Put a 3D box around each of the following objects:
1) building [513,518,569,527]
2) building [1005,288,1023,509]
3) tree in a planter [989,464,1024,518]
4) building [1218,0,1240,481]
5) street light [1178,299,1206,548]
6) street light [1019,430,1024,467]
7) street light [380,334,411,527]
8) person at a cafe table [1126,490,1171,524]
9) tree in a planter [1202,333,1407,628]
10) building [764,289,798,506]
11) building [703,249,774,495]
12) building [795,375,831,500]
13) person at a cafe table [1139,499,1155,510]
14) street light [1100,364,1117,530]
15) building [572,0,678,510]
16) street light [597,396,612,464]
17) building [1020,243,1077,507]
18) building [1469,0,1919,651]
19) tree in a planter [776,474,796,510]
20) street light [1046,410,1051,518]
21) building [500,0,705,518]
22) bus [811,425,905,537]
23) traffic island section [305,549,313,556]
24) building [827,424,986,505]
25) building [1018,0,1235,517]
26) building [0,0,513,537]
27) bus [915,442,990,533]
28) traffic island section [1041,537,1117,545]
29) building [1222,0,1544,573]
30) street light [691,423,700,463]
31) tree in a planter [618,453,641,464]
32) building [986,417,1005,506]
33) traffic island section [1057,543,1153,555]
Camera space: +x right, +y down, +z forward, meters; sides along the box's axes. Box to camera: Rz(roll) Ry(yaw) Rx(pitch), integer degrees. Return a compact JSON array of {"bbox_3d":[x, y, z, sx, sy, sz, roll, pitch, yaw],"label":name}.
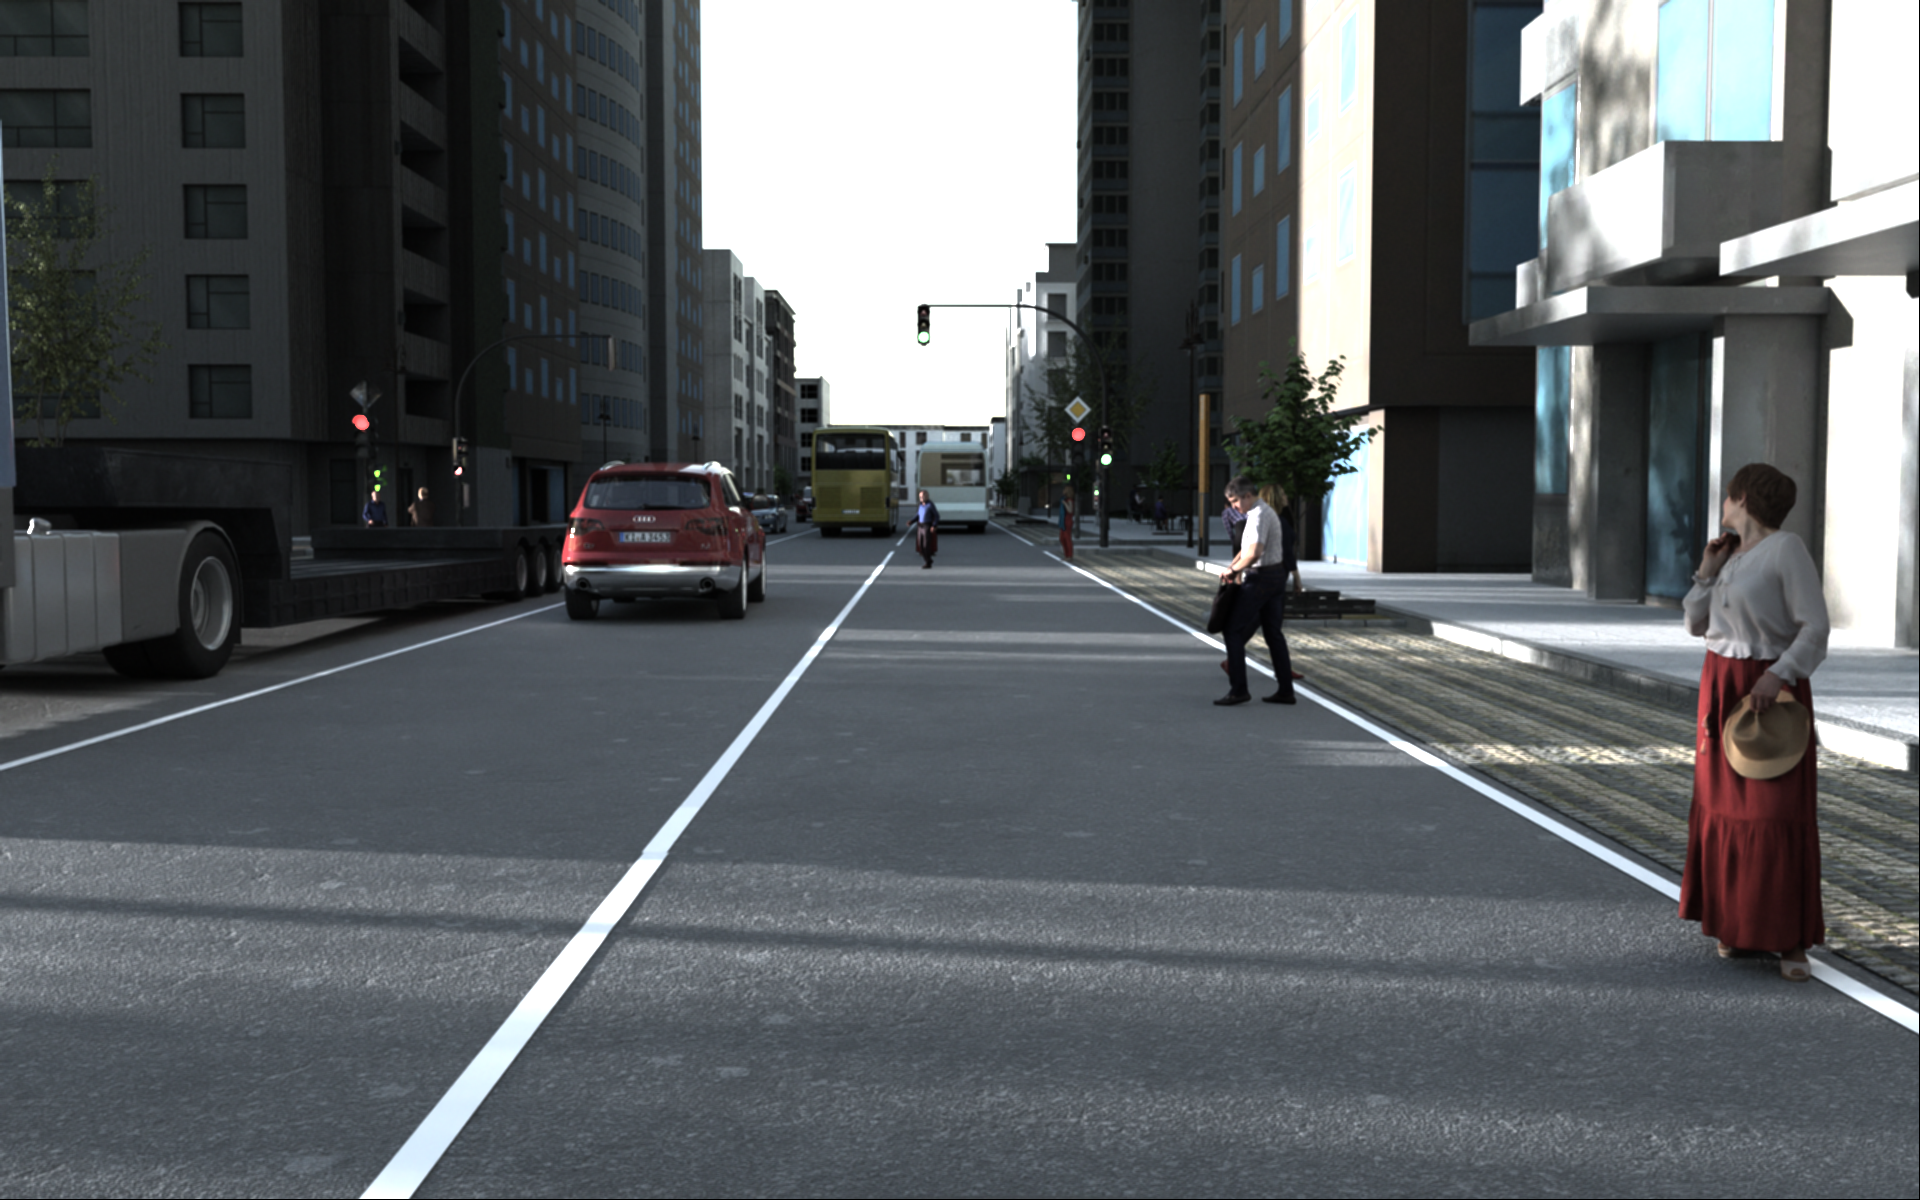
[{"bbox_3d":[-23.680,-25.614,68.893,14.600,45.320,14.200,0,4,-1],"label":"building"},{"bbox_3d":[13.090,-17.806,157.582,16.747,18.905,31.486,0,4,-1],"label":"building"},{"bbox_3d":[2.725,-6.422,102.223,1.991,3.239,1.994,0,4,-1],"label":"tree in a planter"},{"bbox_3d":[24.776,-29.040,64.051,27.495,52.752,28.713,0,4,-1],"label":"building"},{"bbox_3d":[5.515,-4.191,41.309,0.468,5.910,1.993,0,4,-1],"label":"street light"},{"bbox_3d":[4.404,-9.267,124.310,0.468,5.910,1.993,0,4,-1],"label":"street light"},{"bbox_3d":[-16.334,-4.736,50.228,0.468,5.910,1.993,0,4,-1],"label":"street light"},{"bbox_3d":[7.913,-4.002,73.956,1.622,1.524,1.698,-1,4,-15],"label":"person at a cafe table"},{"bbox_3d":[3.759,-1.352,19.334,1.991,3.239,1.994,0,4,-1],"label":"tree in a planter"},{"bbox_3d":[-34.676,-20.965,186.750,32.646,21.610,27.936,0,4,-1],"label":"building"},{"bbox_3d":[-25.054,-16.770,140.653,16.747,18.905,31.486,0,4,-1],"label":"building"},{"bbox_3d":[-32.366,-21.382,216.060,31.486,18.905,16.747,0,4,-1],"label":"building"},{"bbox_3d":[10.348,-5.228,96.334,1.726,1.238,1.698,0,4,3],"label":"person at a cafe table"},{"bbox_3d":[5.279,-5.441,61.747,0.468,5.910,1.993,0,4,-1],"label":"street light"},{"bbox_3d":[-27.710,-33.578,90.995,21.231,58.520,28.212,0,4,-1],"label":"building"},{"bbox_3d":[-16.741,-6.663,81.733,0.468,5.910,1.993,0,4,-1],"label":"street light"},{"bbox_3d":[12.850,-17.109,136.147,16.016,20.091,11.380,0,4,-1],"label":"building"},{"bbox_3d":[17.986,-23.939,11.011,23.786,49.044,30.456,0,4,-1],"label":"building"},{"bbox_3d":[-15.272,-9.438,151.527,1.991,3.239,1.994,0,4,-1],"label":"tree in a planter"},{"bbox_3d":[4.809,-7.361,93.138,0.468,5.910,1.993,0,4,-1],"label":"street light"},{"bbox_3d":[-24.671,-28.304,112.873,14.600,45.320,14.200,0,4,-1],"label":"building"},{"bbox_3d":[-3.534,-4.257,61.154,2.896,3.916,12.252,0,4,-1],"label":"bus"},{"bbox_3d":[-14.213,-1.178,41.545,2.009,0.180,2.903,0,4,-1],"label":"traffic island section"},{"bbox_3d":[-1.991,-16.567,213.017,28.070,9.664,9.099,0,4,-1],"label":"building"},{"bbox_3d":[20.056,-25.470,108.323,32.217,40.220,23.993,0,4,-1],"label":"building"},{"bbox_3d":[-23.226,-17.341,55.224,14.160,30.474,14.107,0,4,-1],"label":"building"},{"bbox_3d":[-0.332,-4.435,67.372,2.948,3.499,13.247,0,4,-1],"label":"bus"},{"bbox_3d":[3.387,-1.680,49.746,2.009,0.180,2.903,0,4,-1],"label":"traffic island section"},{"bbox_3d":[13.303,-23.446,33.454,14.600,45.320,14.200,0,4,-1],"label":"building"},{"bbox_3d":[-17.202,-8.570,112.904,0.468,5.910,1.993,0,4,-1],"label":"street light"},{"bbox_3d":[-14.306,-4.735,74.642,1.991,3.239,1.994,0,4,-1],"label":"tree in a planter"},{"bbox_3d":[8.035,-15.008,187.526,9.099,9.664,28.070,0,4,-1],"label":"building"},{"bbox_3d":[3.487,-1.191,41.762,2.009,0.180,2.903,0,4,-1],"label":"traffic island section"}]
